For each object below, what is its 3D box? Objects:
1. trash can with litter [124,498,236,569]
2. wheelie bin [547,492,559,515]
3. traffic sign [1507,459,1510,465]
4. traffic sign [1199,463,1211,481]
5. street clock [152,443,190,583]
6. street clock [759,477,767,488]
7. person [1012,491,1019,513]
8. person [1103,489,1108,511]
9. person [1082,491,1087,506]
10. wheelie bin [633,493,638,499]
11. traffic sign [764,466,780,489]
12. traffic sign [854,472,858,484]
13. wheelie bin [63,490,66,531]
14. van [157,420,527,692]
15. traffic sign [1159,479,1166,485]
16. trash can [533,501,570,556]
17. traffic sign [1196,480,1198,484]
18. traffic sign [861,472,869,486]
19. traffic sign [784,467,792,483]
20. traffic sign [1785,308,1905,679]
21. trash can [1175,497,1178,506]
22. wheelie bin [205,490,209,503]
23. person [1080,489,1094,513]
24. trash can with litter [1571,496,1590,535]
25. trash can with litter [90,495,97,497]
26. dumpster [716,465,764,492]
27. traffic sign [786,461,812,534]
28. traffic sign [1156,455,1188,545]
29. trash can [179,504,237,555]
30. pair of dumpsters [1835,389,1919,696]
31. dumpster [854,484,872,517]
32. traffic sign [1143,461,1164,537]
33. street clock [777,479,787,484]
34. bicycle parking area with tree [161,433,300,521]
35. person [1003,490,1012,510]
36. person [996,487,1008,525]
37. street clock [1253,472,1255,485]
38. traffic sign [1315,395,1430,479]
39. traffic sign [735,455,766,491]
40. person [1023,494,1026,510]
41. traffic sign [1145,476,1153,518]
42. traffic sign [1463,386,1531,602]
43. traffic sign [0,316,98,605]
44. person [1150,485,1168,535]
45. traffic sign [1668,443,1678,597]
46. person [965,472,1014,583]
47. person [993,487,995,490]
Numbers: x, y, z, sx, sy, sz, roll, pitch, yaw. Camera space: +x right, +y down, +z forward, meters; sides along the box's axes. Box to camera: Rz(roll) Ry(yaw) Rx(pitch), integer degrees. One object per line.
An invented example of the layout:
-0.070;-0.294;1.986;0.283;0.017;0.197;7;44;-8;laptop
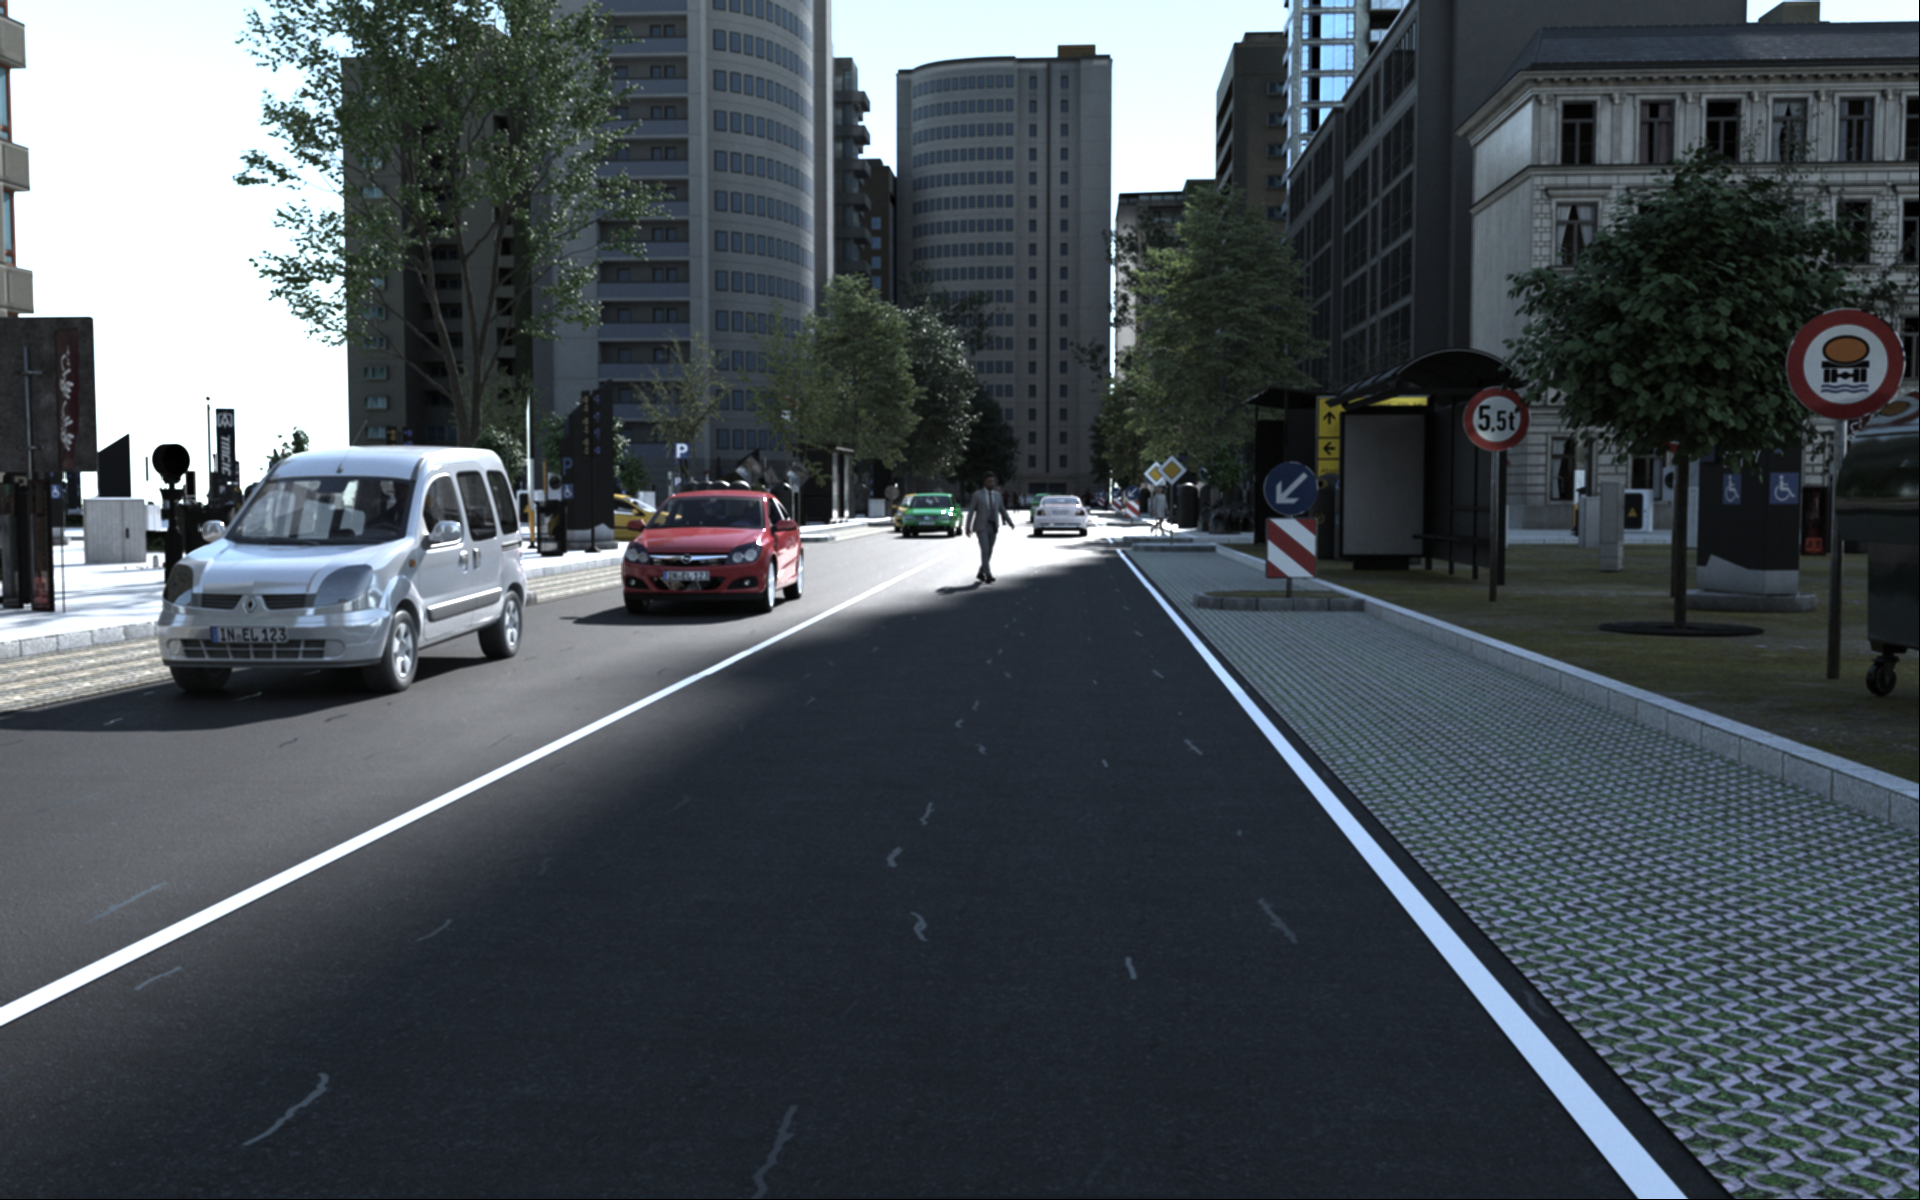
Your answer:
-13.192;-1.158;29.993;2.233;1.210;1.678;1;4;23;trash can with litter
-24.665;-5.931;104.880;0.980;1.594;0.693;2;4;28;wheelie bin
9.696;-1.957;32.006;0.884;2.594;0.081;0;4;7;traffic sign
10.330;-4.406;72.146;0.768;2.556;0.104;0;4;7;traffic sign
-11.286;-1.239;24.825;0.358;2.002;0.471;2;4;28;street clock
-8.522;-4.294;74.772;0.358;2.002;0.471;1;4;11;street clock
4.136;-7.255;128.586;0.415;1.643;0.593;3;5;39;person
12.233;-8.354;145.075;0.705;1.826;1.348;0;4;-7;person
13.916;-11.119;190.393;1.348;1.812;0.705;2;4;29;person
-19.228;-5.703;101.155;0.693;1.594;0.980;2;4;33;wheelie bin
-8.688;-4.857;79.417;0.884;2.594;0.081;1;4;13;traffic sign
-6.170;-5.998;98.171;0.768;2.556;0.104;1;4;12;traffic sign
-31.620;-3.218;60.520;0.693;1.594;0.980;-3;4;-37;wheelie bin
-4.790;-0.419;13.865;2.013;2.044;4.112;0;4;2;van
9.998;-5.166;86.598;0.606;2.300;0.079;1;4;13;traffic sign
-8.433;-1.476;35.784;0.748;1.137;0.748;0;3;0;trash can
12.715;-5.843;95.540;0.884;2.594;0.081;1;4;9;traffic sign
-5.396;-6.166;100.927;0.768;2.556;0.104;0;4;8;traffic sign
-7.803;-4.922;80.588;0.768;2.556;0.104;0;4;4;traffic sign
6.070;-0.725;11.961;0.768;2.556;0.104;1;4;9;traffic sign
11.335;-4.706;88.594;0.748;1.137;0.748;0;3;0;trash can
-42.953;-5.618;99.765;0.980;1.594;0.693;0;4;-2;wheelie bin
9.516;-7.382;129.158;1.348;1.831;0.705;3;5;42;person
19.998;-2.646;54.318;2.233;1.210;1.678;-3;5;-40;trash can with litter
-58.977;-6.596;118.908;1.678;1.210;2.233;3;5;43;trash can with litter
-7.537;-3.436;58.669;1.502;2.255;1.985;0;4;4;dumpster
-4.887;-2.998;52.661;0.795;2.450;0.064;0;4;4;traffic sign
5.373;-2.467;43.983;0.795;2.450;0.064;0;4;4;traffic sign
-10.513;-0.770;24.240;0.748;1.137;0.748;0;3;0;trash can
6.261;-0.393;8.912;1.574;2.255;4.437;0;4;4;pair of dumpsters
-5.589;-5.490;95.527;1.264;1.857;1.865;0;4;4;dumpster
5.884;-2.955;51.952;0.795;2.450;0.064;0;4;4;traffic sign
-8.598;-4.831;83.560;0.471;2.002;0.358;2;4;27;street clock
-33.069;-5.850;82.653;9.016;4.147;8.231;-3;5;-42;bicycle parking area with tree
4.134;-9.094;157.121;1.348;1.831;0.705;2;4;29;person
1.807;-4.284;78.949;0.834;1.777;0.661;3;5;40;person
9.337;-3.019;53.932;0.358;2.002;0.471;-2;4;-28;street clock
8.483;-2.558;35.703;2.265;3.308;0.079;1;4;12;traffic sign
-5.398;-2.511;44.692;0.795;2.450;0.064;0;4;4;traffic sign
5.954;-8.911;157.413;0.599;1.433;0.991;0;4;1;person
10.265;-5.664;92.708;0.768;2.556;0.104;1;4;13;traffic sign
6.367;-1.254;20.614;0.768;2.556;0.104;1;4;13;traffic sign
-11.035;-1.596;19.967;2.265;3.308;0.079;0;4;5;traffic sign
6.802;-3.061;59.302;0.760;1.731;0.466;2;4;35;person
8.880;-1.306;21.466;0.768;2.556;0.104;1;4;12;traffic sign
0.446;-1.178;28.038;0.678;1.792;0.850;-2;4;-27;person
1.357;-3.895;72.575;0.661;1.777;0.834;1;4;9;person
